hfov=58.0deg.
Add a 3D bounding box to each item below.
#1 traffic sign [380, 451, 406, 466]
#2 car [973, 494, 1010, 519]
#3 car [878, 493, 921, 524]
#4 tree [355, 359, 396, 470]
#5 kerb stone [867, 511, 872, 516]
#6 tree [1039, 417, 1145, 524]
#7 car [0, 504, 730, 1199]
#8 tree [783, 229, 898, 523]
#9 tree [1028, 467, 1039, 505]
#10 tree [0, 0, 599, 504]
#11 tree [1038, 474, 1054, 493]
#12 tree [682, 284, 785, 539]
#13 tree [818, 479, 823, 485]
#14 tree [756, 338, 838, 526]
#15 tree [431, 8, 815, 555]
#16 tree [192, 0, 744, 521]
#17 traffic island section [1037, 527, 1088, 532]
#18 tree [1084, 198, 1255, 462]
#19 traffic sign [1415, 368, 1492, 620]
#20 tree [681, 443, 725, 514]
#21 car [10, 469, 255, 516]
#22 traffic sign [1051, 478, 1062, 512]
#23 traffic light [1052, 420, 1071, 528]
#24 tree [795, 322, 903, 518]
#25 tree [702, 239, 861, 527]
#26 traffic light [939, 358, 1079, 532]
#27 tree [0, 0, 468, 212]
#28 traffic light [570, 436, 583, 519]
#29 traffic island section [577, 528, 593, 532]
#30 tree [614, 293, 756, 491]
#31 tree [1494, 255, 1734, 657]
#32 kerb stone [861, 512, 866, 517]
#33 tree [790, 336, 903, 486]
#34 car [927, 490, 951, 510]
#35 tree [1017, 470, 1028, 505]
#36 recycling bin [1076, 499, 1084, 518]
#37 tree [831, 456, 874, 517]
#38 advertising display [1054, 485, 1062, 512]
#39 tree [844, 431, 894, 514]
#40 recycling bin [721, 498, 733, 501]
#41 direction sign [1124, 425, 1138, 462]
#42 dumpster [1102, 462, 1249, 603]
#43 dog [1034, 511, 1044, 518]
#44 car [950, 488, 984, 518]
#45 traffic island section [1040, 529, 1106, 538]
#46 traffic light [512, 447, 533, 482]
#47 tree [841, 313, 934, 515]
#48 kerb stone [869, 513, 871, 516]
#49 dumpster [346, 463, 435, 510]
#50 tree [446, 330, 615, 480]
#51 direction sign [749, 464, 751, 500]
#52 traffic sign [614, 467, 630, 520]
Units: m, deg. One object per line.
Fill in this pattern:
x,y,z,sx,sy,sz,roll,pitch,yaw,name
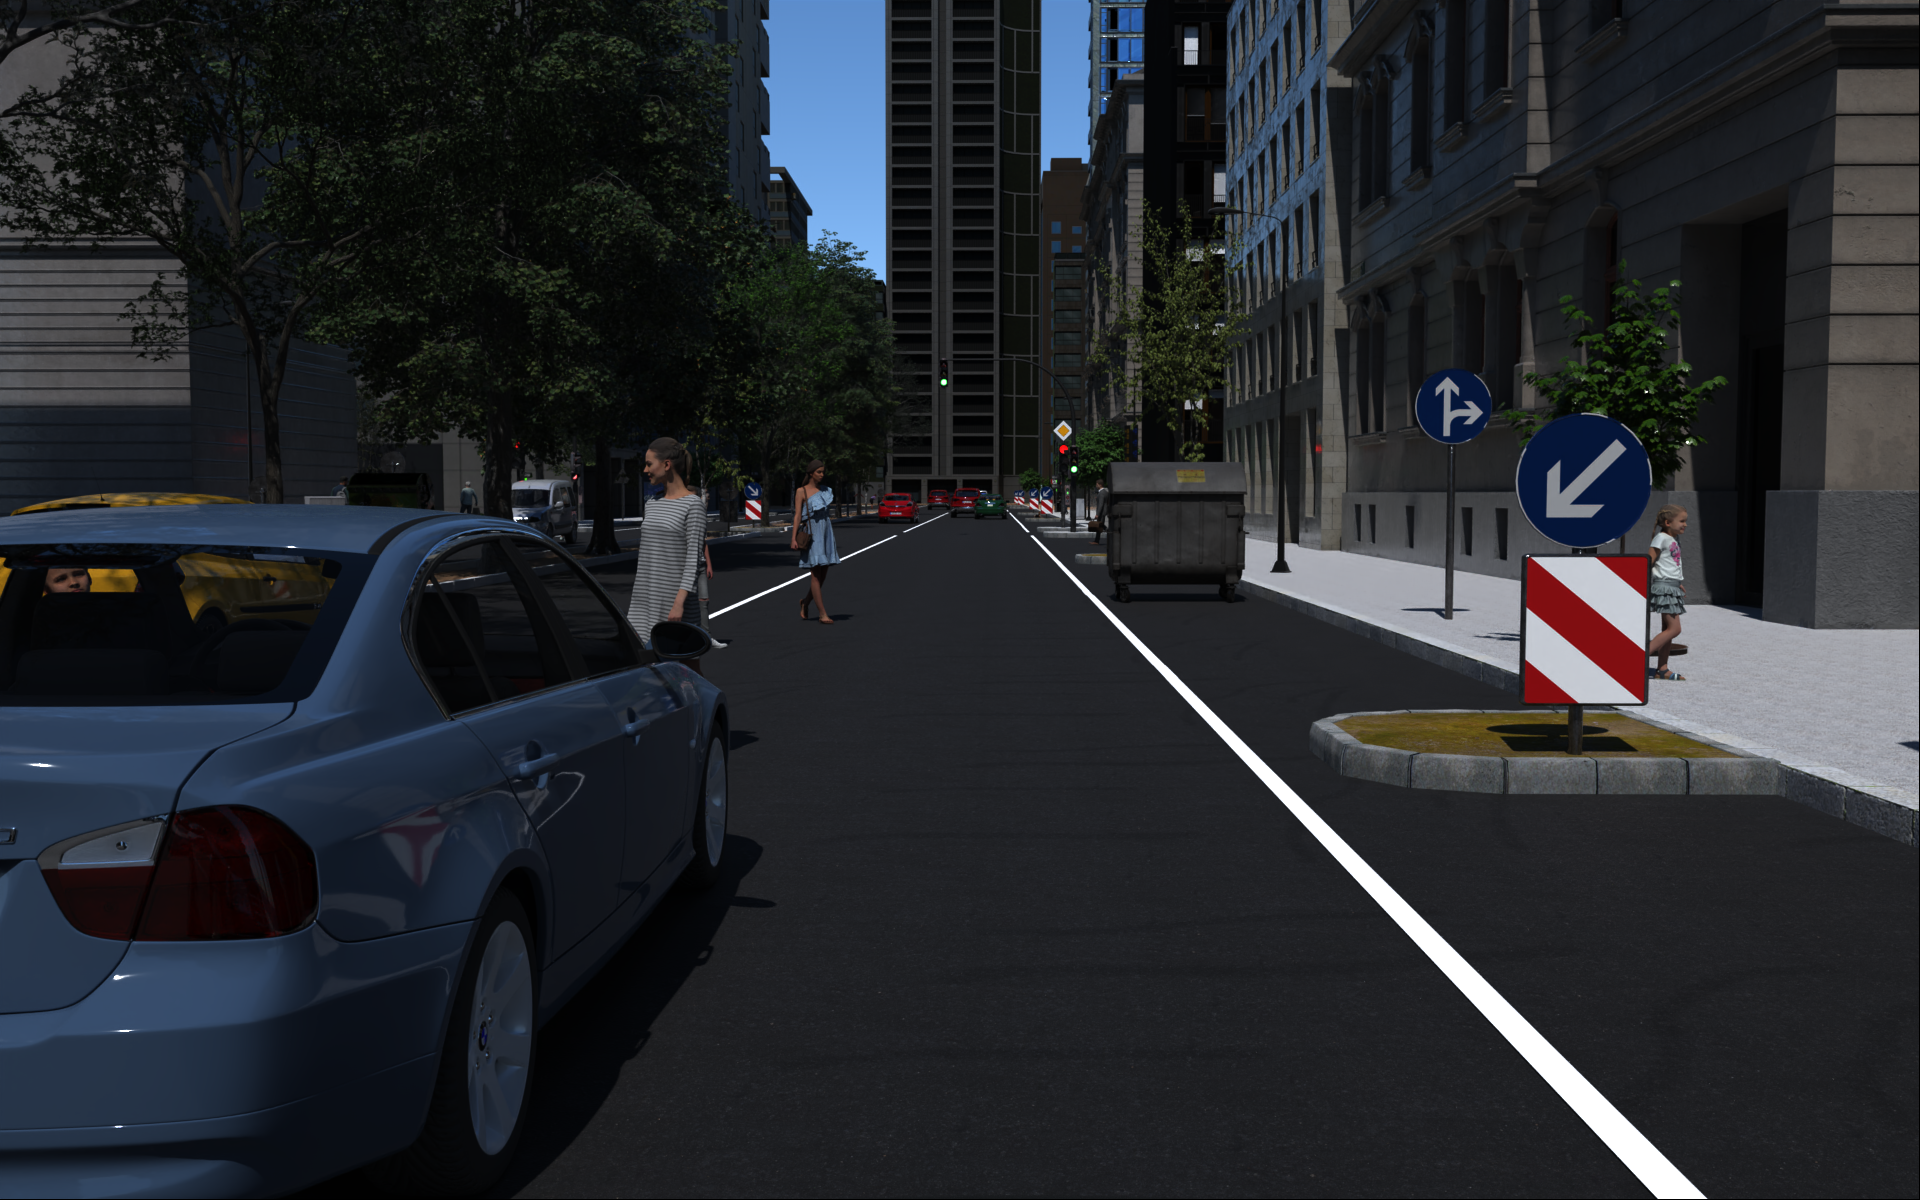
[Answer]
-16.757,-3.124,51.189,0.768,2.556,0.104,0,4,2,traffic sign
1.777,-5.368,99.561,2.131,1.459,4.920,0,4,2,car
-3.005,-4.658,85.202,2.155,1.783,4.494,0,4,2,car
-27.844,-7.932,80.046,4.360,8.622,3.978,0,3,0,tree
-5.939,-5.464,111.534,0.120,0.150,1.000,0,4,1,kerb stone
6.157,-5.485,73.390,4.285,4.588,4.351,0,3,0,tree
-1.778,0.438,4.846,2.014,1.417,4.499,0,4,1,car
-7.390,-10.700,84.061,9.857,13.997,8.962,0,3,0,tree
6.398,-6.331,87.219,4.285,4.588,4.351,0,3,0,tree
-8.578,-5.202,21.928,8.767,10.594,7.601,0,4,1,tree
8.490,-10.709,169.701,1.663,3.219,1.824,0,3,0,tree
-8.090,-6.225,54.601,4.737,8.622,4.395,0,3,0,tree
-15.771,-12.134,192.987,1.663,3.219,1.824,0,3,0,tree
-7.453,-7.597,77.029,4.360,8.622,3.978,0,3,0,tree
-8.447,-7.423,40.829,9.611,12.733,9.660,0,3,0,tree
-8.279,-7.432,30.632,9.857,13.997,8.962,0,3,0,tree
3.962,-2.686,66.192,2.009,0.180,2.903,0,4,1,traffic island section
5.354,-5.623,42.300,4.737,8.622,4.395,0,3,0,tree
5.005,-1.073,17.655,0.768,2.556,0.104,0,4,3,traffic sign
-16.524,-7.788,111.053,4.285,4.588,4.351,0,3,0,tree
-6.196,-0.220,13.820,2.015,1.641,3.980,0,4,1,car
6.714,-7.396,121.024,0.768,2.556,0.104,0,4,2,traffic sign
3.922,-4.719,66.079,0.839,4.253,0.868,0,4,1,traffic light
-7.204,-11.047,101.195,7.486,12.596,7.792,0,3,0,tree
-7.792,-8.654,69.712,9.928,11.665,9.643,0,3,0,tree
1.685,-5.096,57.991,4.771,5.953,1.251,0,4,1,traffic light
-8.591,-6.022,11.282,12.009,13.543,11.850,0,3,0,tree
-12.643,-5.610,66.395,4.771,5.953,1.251,0,4,1,traffic light
-14.776,-2.707,66.533,2.009,0.180,2.903,0,4,1,traffic island section
-8.045,-5.823,48.020,4.360,8.622,3.978,0,3,0,tree
5.449,-1.199,14.210,1.663,3.219,1.824,0,3,0,tree
-6.036,-5.151,106.412,0.120,0.150,1.000,0,4,1,kerb stone
-7.202,-9.588,93.625,8.767,10.594,7.601,0,4,1,tree
-1.902,-9.130,157.944,2.281,1.827,5.304,0,4,1,car
8.480,-13.756,208.625,4.285,4.588,4.351,0,3,0,tree
6.435,-5.016,94.570,0.722,1.027,0.722,-1,4,-14,recycling bin
-6.973,-9.473,107.697,4.737,8.622,4.395,0,3,0,tree
7.102,-7.256,123.847,0.123,1.923,0.974,1,4,22,advertising display
-6.752,-10.496,124.422,4.360,8.622,3.978,0,3,0,tree
-15.575,-6.305,115.646,0.722,1.027,0.722,0,4,0,recycling bin
5.614,-3.968,56.877,0.379,3.537,0.876,-1,4,-23,direction sign
2.877,-0.920,23.250,1.865,1.857,1.264,0,4,1,dumpster
4.785,-5.241,105.891,0.550,0.427,0.748,-1,4,-15,dog
0.477,-5.948,105.924,2.281,1.827,5.304,0,4,1,car
3.818,-2.197,58.208,2.009,0.180,2.903,0,4,1,traffic island section
-14.880,-4.250,58.414,0.839,4.253,0.868,0,4,1,traffic light
-6.763,-12.427,116.003,12.009,13.543,11.850,0,3,0,tree
-5.956,-5.400,110.512,0.120,0.150,1.000,0,4,1,kerb stone
-15.051,-2.496,45.768,1.985,2.255,1.502,0,4,0,dumpster
-18.232,-9.481,73.147,7.486,12.596,7.792,0,3,0,tree
-15.700,-8.419,129.647,0.379,3.537,0.876,-1,4,-14,direction sign
-16.429,-5.157,84.322,0.884,2.594,0.081,0,4,2,traffic sign
